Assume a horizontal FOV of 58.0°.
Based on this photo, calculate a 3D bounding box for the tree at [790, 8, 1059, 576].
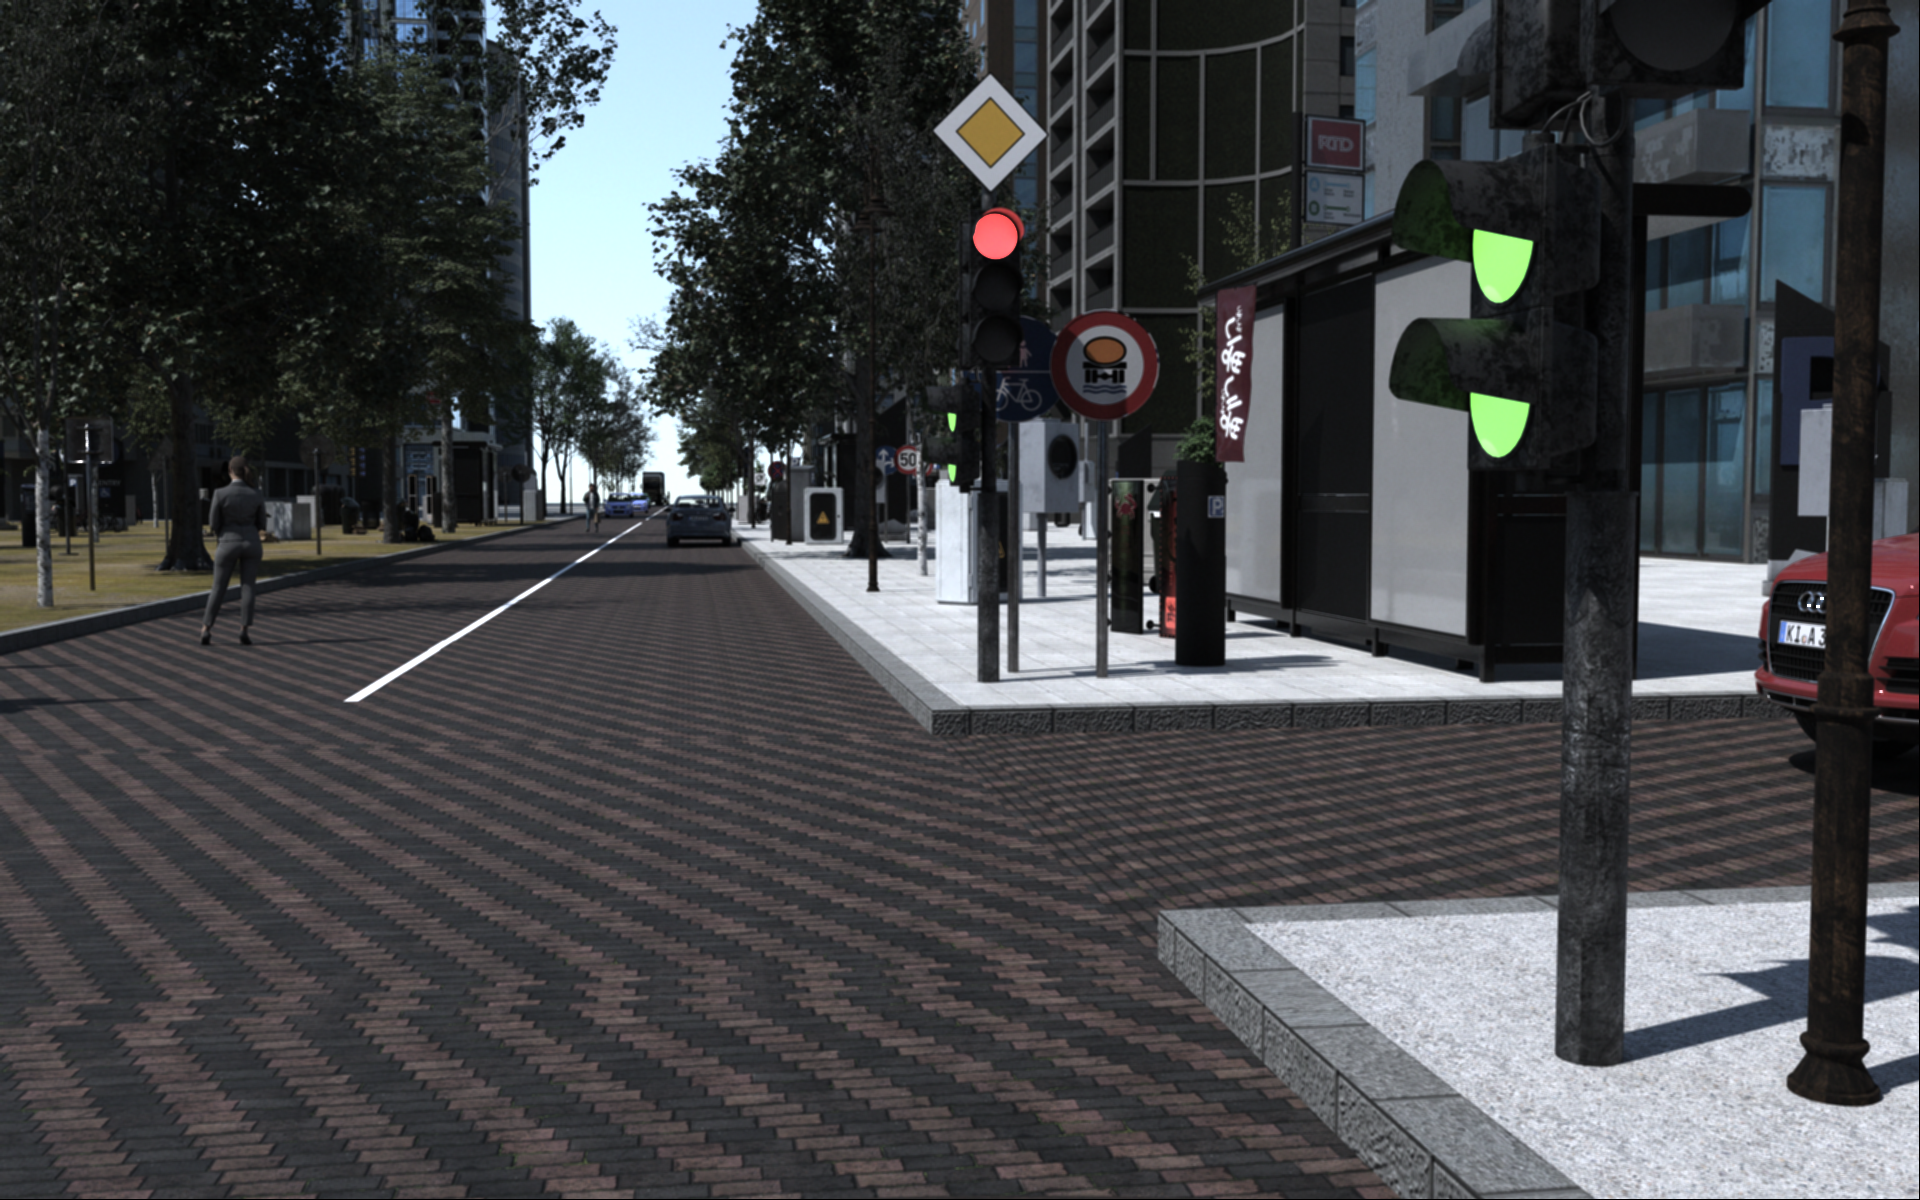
[{"bbox_3d":[-0.567,-4.670,26.724,4.360,8.622,3.978,0,3,0],"label":"tree"}]

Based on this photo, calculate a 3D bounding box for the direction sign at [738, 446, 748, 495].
[{"bbox_3d":[-10.319,-5.544,82.641,0.379,3.537,0.876,2,4,29],"label":"direction sign"}]

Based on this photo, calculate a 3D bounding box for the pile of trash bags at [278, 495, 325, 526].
[{"bbox_3d":[-26.971,-3.603,68.660,3.447,1.369,1.912,-1,4,-13],"label":"pile of trash bags"}]

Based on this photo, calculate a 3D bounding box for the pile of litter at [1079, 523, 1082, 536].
[{"bbox_3d":[4.343,-2.423,53.586,1.719,0.858,1.176,-3,5,-41],"label":"pile of litter"}]

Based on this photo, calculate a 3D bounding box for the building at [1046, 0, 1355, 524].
[{"bbox_3d":[13.908,-39.140,78.184,20.563,71.187,20.611,-1,4,-9],"label":"building"}]

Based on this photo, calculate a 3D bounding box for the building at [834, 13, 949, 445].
[{"bbox_3d":[-4.219,-40.462,203.556,21.231,58.520,28.212,-1,4,-9],"label":"building"}]

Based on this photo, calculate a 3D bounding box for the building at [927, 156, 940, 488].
[{"bbox_3d":[10.622,-27.378,139.508,32.217,40.220,23.993,-1,4,-9],"label":"building"}]

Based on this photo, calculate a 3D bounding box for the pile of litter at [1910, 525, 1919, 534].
[{"bbox_3d":[15.219,-0.802,27.071,1.176,0.858,1.719,-2,4,-34],"label":"pile of litter"}]

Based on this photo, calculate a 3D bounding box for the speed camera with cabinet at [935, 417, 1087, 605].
[{"bbox_3d":[0.591,-1.614,20.722,0.660,3.252,2.038,3,5,42],"label":"speed camera with cabinet"}]

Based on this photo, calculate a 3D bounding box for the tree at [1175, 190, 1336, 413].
[{"bbox_3d":[7.388,-5.559,41.251,4.737,8.622,4.395,0,3,0],"label":"tree"}]

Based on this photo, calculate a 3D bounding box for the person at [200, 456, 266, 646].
[{"bbox_3d":[-6.909,-0.469,16.446,0.573,1.790,0.520,3,5,41],"label":"person"}]

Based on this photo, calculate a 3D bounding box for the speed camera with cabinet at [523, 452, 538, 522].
[{"bbox_3d":[-19.811,-5.234,79.907,0.660,3.252,2.038,-1,4,-12],"label":"speed camera with cabinet"}]

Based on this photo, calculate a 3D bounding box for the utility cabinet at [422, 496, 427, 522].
[{"bbox_3d":[-24.681,-4.250,80.657,0.306,1.237,1.020,0,4,8],"label":"utility cabinet"}]

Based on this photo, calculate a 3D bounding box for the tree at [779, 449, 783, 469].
[{"bbox_3d":[-5.465,-6.429,55.475,4.360,8.622,3.978,0,3,0],"label":"tree"}]

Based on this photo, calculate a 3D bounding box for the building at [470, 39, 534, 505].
[{"bbox_3d":[-66.662,-41.508,220.662,21.231,58.520,28.212,-1,4,-9],"label":"building"}]

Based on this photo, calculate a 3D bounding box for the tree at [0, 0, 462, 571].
[{"bbox_3d":[-13.206,-6.861,29.184,9.611,12.733,9.660,0,3,0],"label":"tree"}]

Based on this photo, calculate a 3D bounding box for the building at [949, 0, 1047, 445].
[{"bbox_3d":[7.245,-27.795,104.555,14.600,45.320,14.200,-1,4,-9],"label":"building"}]

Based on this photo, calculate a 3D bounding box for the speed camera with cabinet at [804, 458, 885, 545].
[{"bbox_3d":[-2.941,-3.045,44.116,2.038,3.252,0.660,0,4,-6],"label":"speed camera with cabinet"}]

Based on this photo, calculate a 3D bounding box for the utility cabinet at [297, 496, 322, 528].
[{"bbox_3d":[-24.851,-3.364,66.157,1.020,1.237,0.306,2,4,29],"label":"utility cabinet"}]

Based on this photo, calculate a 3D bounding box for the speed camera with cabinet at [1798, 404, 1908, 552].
[{"bbox_3d":[9.500,-1.471,18.388,0.660,3.252,2.038,3,5,42],"label":"speed camera with cabinet"}]

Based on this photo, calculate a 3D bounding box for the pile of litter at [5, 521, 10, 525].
[{"bbox_3d":[-37.994,-3.317,68.199,1.176,0.858,1.719,0,4,0],"label":"pile of litter"}]

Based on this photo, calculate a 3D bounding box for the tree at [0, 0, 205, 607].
[{"bbox_3d":[-10.666,-4.232,19.562,4.360,8.622,3.978,0,3,0],"label":"tree"}]

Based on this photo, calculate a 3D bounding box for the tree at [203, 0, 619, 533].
[{"bbox_3d":[-18.285,-12.298,56.962,12.611,20.169,13.585,0,3,0],"label":"tree"}]

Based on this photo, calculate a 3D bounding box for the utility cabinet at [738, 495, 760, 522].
[{"bbox_3d":[-9.718,-4.194,79.736,1.020,1.237,0.306,2,4,29],"label":"utility cabinet"}]

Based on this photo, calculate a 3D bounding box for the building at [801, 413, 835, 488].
[{"bbox_3d":[-6.665,-23.786,233.946,27.650,21.520,28.899,-1,4,-9],"label":"building"}]

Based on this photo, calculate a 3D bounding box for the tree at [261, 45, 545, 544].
[{"bbox_3d":[-14.391,-7.718,44.316,7.486,12.596,7.792,0,3,0],"label":"tree"}]

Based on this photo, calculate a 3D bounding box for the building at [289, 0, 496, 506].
[{"bbox_3d":[-62.758,-53.690,190.498,22.319,86.520,31.000,-1,4,-9],"label":"building"}]

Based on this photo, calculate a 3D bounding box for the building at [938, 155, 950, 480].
[{"bbox_3d":[5.230,-21.254,119.212,14.160,30.474,14.107,-1,4,-9],"label":"building"}]

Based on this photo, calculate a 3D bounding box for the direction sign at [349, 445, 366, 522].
[{"bbox_3d":[-27.884,-5.395,80.209,0.876,3.537,0.379,1,4,17],"label":"direction sign"}]

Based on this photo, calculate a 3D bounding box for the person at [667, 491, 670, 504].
[{"bbox_3d":[-40.697,-14.267,241.770,0.705,1.823,1.348,-1,4,-19],"label":"person"}]

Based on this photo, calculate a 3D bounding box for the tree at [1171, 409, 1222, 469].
[{"bbox_3d":[9.373,-4.842,62.883,4.285,4.588,4.351,0,3,0],"label":"tree"}]

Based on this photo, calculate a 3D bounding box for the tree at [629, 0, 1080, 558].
[{"bbox_3d":[-2.036,-7.218,35.026,9.611,12.733,9.660,0,3,0],"label":"tree"}]

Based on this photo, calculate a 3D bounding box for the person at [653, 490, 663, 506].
[{"bbox_3d":[-36.125,-12.197,207.544,1.348,1.869,0.705,-2,4,-34],"label":"person"}]

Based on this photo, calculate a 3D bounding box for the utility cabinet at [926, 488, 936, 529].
[{"bbox_3d":[-0.785,-3.329,63.104,1.173,1.500,0.318,-1,4,-15],"label":"utility cabinet"}]

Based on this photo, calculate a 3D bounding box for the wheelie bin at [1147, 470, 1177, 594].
[{"bbox_3d":[2.847,-0.880,22.295,0.693,1.594,0.980,-3,5,-39],"label":"wheelie bin"}]

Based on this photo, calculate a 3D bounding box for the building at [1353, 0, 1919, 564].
[{"bbox_3d":[25.495,-25.803,41.488,30.456,49.044,23.786,-1,4,-9],"label":"building"}]

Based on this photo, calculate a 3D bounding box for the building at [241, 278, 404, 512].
[{"bbox_3d":[-54.788,-16.708,118.215,27.650,21.520,28.899,-1,4,-9],"label":"building"}]

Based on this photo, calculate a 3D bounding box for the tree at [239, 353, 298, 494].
[{"bbox_3d":[-29.831,-7.508,73.118,4.737,8.622,4.395,0,3,0],"label":"tree"}]

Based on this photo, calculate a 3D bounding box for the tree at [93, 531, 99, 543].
[{"bbox_3d":[-23.075,-5.835,45.765,4.737,8.622,4.395,0,3,0],"label":"tree"}]

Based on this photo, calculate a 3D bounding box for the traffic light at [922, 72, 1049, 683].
[{"bbox_3d":[0.176,-1.395,11.721,0.839,4.253,0.868,-1,4,-9],"label":"traffic light"}]

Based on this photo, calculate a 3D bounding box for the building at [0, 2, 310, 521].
[{"bbox_3d":[-52.658,-24.427,91.258,32.217,40.220,23.993,-1,4,-9],"label":"building"}]

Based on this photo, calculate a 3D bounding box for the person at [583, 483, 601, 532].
[{"bbox_3d":[-13.617,-3.413,64.289,0.794,1.824,0.713,1,4,15],"label":"person"}]

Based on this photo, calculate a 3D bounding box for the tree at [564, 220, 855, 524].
[{"bbox_3d":[-9.030,-9.983,73.593,12.009,13.543,11.850,0,3,0],"label":"tree"}]

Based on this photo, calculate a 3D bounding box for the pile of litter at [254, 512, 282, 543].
[{"bbox_3d":[-18.665,-1.954,45.911,1.719,0.858,1.176,1,4,18],"label":"pile of litter"}]

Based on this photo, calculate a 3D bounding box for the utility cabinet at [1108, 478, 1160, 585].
[{"bbox_3d":[2.618,-0.954,24.279,1.173,1.500,0.318,2,4,28],"label":"utility cabinet"}]

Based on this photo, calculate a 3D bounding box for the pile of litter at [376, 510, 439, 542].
[{"bbox_3d":[-14.959,-2.010,46.830,1.719,0.858,1.176,-1,4,-20],"label":"pile of litter"}]

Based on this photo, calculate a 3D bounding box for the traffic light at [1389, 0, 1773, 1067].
[{"bbox_3d":[1.415,-0.912,3.833,0.839,4.253,0.868,-1,4,-9],"label":"traffic light"}]

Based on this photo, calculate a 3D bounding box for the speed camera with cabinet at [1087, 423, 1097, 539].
[{"bbox_3d":[3.715,-3.330,48.775,0.660,3.252,2.038,2,4,31],"label":"speed camera with cabinet"}]
